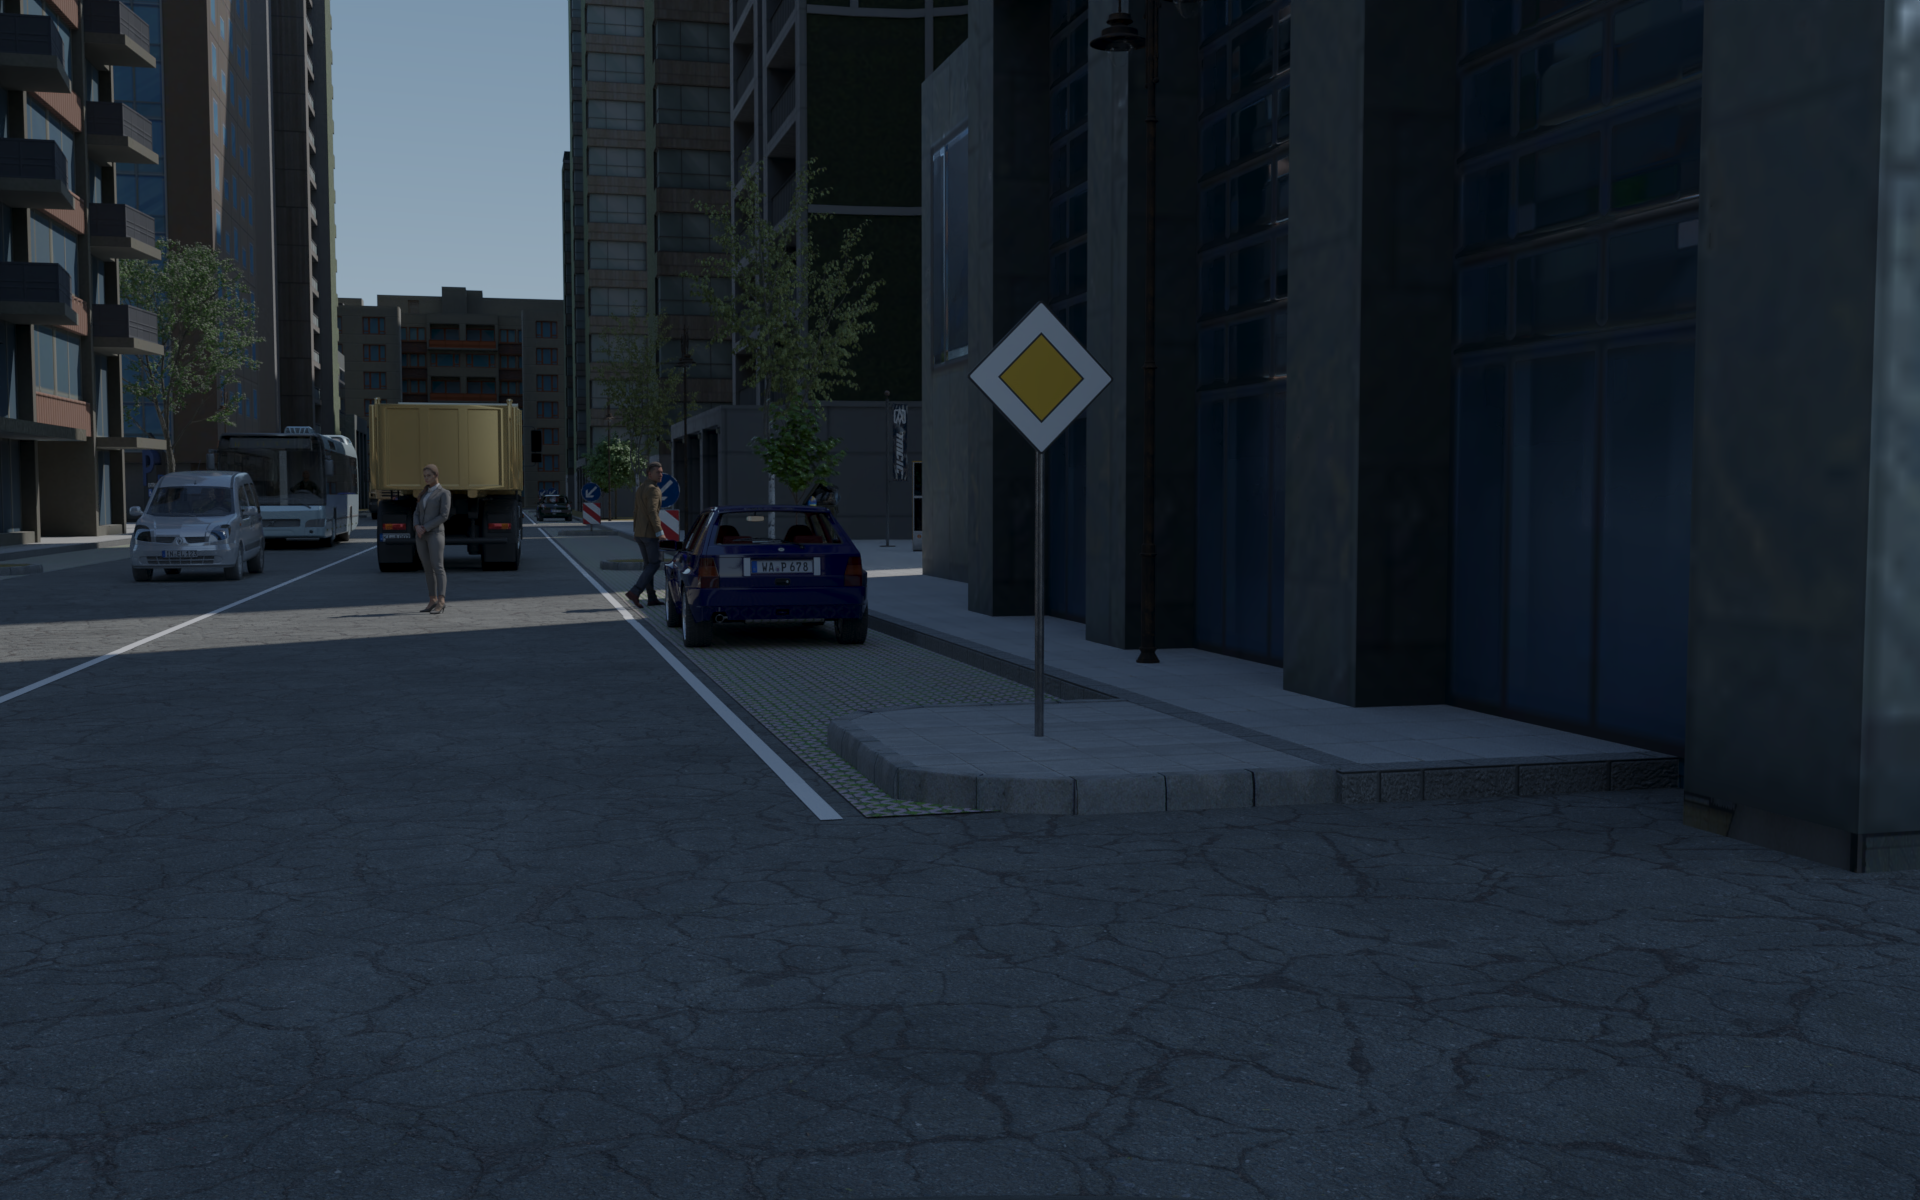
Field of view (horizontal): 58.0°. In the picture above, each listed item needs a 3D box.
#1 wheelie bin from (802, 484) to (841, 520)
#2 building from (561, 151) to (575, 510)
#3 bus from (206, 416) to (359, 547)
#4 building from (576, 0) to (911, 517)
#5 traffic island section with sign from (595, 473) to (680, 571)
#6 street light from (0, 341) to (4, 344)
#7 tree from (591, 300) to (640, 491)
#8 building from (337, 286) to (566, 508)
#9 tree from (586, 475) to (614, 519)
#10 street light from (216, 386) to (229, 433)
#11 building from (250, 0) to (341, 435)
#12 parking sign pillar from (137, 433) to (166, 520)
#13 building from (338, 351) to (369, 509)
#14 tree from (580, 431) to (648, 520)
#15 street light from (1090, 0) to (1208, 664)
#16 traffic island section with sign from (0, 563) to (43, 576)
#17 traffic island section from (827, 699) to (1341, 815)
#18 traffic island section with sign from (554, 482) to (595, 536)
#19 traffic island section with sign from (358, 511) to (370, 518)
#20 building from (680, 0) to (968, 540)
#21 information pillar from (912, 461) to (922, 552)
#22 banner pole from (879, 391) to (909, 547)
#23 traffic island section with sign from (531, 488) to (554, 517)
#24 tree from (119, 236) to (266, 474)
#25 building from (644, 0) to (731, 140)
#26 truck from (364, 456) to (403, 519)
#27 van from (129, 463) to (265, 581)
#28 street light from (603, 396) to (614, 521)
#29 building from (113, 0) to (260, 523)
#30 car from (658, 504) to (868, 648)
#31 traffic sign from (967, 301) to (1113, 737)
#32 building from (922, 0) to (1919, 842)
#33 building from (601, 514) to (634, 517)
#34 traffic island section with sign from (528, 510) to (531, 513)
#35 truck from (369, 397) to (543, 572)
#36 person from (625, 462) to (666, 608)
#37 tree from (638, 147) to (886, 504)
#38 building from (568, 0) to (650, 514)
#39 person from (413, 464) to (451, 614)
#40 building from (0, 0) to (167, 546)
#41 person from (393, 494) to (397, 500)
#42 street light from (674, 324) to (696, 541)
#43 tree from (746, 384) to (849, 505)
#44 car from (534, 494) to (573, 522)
[{"bbox_3d":[-2.644,-1.543,33.140,0.693,1.594,0.980,0,4,1],"label":"wheelie bin"},{"bbox_3d":[-27.246,-23.150,150.195,14.160,30.474,14.107,-1,4,-15],"label":"building"},{"bbox_3d":[-18.836,-3.312,49.018,2.948,3.499,13.247,-1,4,-15],"label":"bus"},{"bbox_3d":[-15.933,-41.635,118.990,20.563,71.187,20.611,-1,4,-15],"label":"building"},{"bbox_3d":[-5.877,-1.503,33.203,1.989,1.847,2.006,-1,4,-15],"label":"traffic island section with sign"},{"bbox_3d":[-22.439,-4.106,39.918,0.468,5.910,1.993,-1,4,-15],"label":"street light"},{"bbox_3d":[-12.247,-7.117,66.726,4.737,8.622,4.395,0,3,0],"label":"tree"},{"bbox_3d":[-49.796,-20.147,174.446,28.899,21.520,27.650,-1,4,-15],"label":"building"},{"bbox_3d":[-18.535,-5.859,90.404,1.663,3.219,1.824,0,3,0],"label":"tree"},{"bbox_3d":[-31.465,-6.205,74.236,0.468,5.910,1.993,-1,4,-15],"label":"street light"},{"bbox_3d":[-51.108,-26.663,119.538,14.154,41.232,14.086,-1,4,-15],"label":"building"},{"bbox_3d":[-35.096,-5.321,75.469,1.447,3.967,1.447,3,5,41],"label":"parking sign pillar"},{"bbox_3d":[-64.370,-50.331,135.591,31.000,86.520,22.319,-1,4,-15],"label":"building"},{"bbox_3d":[-17.331,-6.338,87.333,4.285,4.588,4.351,0,3,0],"label":"tree"},{"bbox_3d":[1.432,-2.460,13.015,0.468,5.910,1.993,-1,4,-15],"label":"street light"},{"bbox_3d":[-17.509,-1.352,30.735,1.989,1.847,2.006,-1,4,-15],"label":"traffic island section with sign"},{"bbox_3d":[0.437,0.801,9.192,2.009,0.180,2.903,-1,4,-15],"label":"traffic island section"},{"bbox_3d":[-12.894,-3.136,59.901,1.989,1.847,2.006,-1,4,-15],"label":"traffic island section with sign"},{"bbox_3d":[-36.929,-5.871,104.617,1.989,1.847,2.006,-1,4,-15],"label":"traffic island section with sign"},{"bbox_3d":[2.174,-37.566,52.452,20.563,71.187,20.611,-1,4,-15],"label":"building"},{"bbox_3d":[-0.892,-2.092,38.703,0.304,2.012,0.304,0,4,7],"label":"information pillar"},{"bbox_3d":[-1.585,-3.189,42.156,0.863,3.779,0.401,-3,5,-40],"label":"banner pole"},{"bbox_3d":[-25.522,-6.073,107.922,1.989,1.847,2.006,-1,4,-15],"label":"traffic island section with sign"},{"bbox_3d":[-30.503,-8.610,66.525,9.928,11.665,9.643,0,3,0],"label":"tree"},{"bbox_3d":[-7.082,-18.700,77.439,14.160,30.474,14.107,-1,4,-15],"label":"building"},{"bbox_3d":[-32.879,-6.872,101.270,2.839,4.237,11.283,-1,4,-13],"label":"truck"},{"bbox_3d":[-13.103,-1.398,29.872,2.013,2.044,4.112,-1,4,-15],"label":"van"},{"bbox_3d":[-16.529,-6.653,81.559,0.468,5.910,1.993,-1,4,-15],"label":"street light"},{"bbox_3d":[-42.090,-26.441,82.422,14.600,45.320,14.200,-1,4,-15],"label":"building"},{"bbox_3d":[-2.043,-0.305,17.560,1.945,1.354,3.894,-1,4,-13],"label":"car"},{"bbox_3d":[0.416,-0.334,9.109,0.795,2.450,0.064,-1,4,-15],"label":"traffic sign"},{"bbox_3d":[15.548,-43.176,18.594,31.000,86.520,22.319,-1,4,-15],"label":"building"},{"bbox_3d":[-15.152,-25.603,102.206,14.154,41.232,14.086,-1,4,-15],"label":"building"},{"bbox_3d":[-32.431,-7.679,134.180,1.989,1.847,2.006,-1,4,-15],"label":"traffic island section with sign"},{"bbox_3d":[-10.362,-2.432,35.688,3.469,3.379,9.791,-1,4,-14],"label":"truck"},{"bbox_3d":[-3.917,-0.820,21.820,0.656,1.842,0.836,2,4,26],"label":"person"},{"bbox_3d":[-3.880,-5.341,37.685,4.737,8.622,4.395,0,3,0],"label":"tree"},{"bbox_3d":[-23.476,-27.689,136.308,14.154,41.232,14.086,-1,4,-15],"label":"building"},{"bbox_3d":[-6.413,-0.740,20.870,0.520,1.790,0.573,1,4,12],"label":"person"},{"bbox_3d":[-34.256,-23.840,44.406,22.147,44.769,28.867,-1,4,-15],"label":"building"},{"bbox_3d":[-26.391,-4.261,81.407,0.421,1.427,0.697,3,4,38],"label":"person"},{"bbox_3d":[-7.500,-4.559,47.331,0.468,5.910,1.993,-1,4,-15],"label":"street light"},{"bbox_3d":[-2.761,-2.205,30.651,1.663,3.219,1.824,0,3,0],"label":"tree"},{"bbox_3d":[-21.322,-4.965,90.958,2.009,1.686,4.222,-1,4,-16],"label":"car"}]
